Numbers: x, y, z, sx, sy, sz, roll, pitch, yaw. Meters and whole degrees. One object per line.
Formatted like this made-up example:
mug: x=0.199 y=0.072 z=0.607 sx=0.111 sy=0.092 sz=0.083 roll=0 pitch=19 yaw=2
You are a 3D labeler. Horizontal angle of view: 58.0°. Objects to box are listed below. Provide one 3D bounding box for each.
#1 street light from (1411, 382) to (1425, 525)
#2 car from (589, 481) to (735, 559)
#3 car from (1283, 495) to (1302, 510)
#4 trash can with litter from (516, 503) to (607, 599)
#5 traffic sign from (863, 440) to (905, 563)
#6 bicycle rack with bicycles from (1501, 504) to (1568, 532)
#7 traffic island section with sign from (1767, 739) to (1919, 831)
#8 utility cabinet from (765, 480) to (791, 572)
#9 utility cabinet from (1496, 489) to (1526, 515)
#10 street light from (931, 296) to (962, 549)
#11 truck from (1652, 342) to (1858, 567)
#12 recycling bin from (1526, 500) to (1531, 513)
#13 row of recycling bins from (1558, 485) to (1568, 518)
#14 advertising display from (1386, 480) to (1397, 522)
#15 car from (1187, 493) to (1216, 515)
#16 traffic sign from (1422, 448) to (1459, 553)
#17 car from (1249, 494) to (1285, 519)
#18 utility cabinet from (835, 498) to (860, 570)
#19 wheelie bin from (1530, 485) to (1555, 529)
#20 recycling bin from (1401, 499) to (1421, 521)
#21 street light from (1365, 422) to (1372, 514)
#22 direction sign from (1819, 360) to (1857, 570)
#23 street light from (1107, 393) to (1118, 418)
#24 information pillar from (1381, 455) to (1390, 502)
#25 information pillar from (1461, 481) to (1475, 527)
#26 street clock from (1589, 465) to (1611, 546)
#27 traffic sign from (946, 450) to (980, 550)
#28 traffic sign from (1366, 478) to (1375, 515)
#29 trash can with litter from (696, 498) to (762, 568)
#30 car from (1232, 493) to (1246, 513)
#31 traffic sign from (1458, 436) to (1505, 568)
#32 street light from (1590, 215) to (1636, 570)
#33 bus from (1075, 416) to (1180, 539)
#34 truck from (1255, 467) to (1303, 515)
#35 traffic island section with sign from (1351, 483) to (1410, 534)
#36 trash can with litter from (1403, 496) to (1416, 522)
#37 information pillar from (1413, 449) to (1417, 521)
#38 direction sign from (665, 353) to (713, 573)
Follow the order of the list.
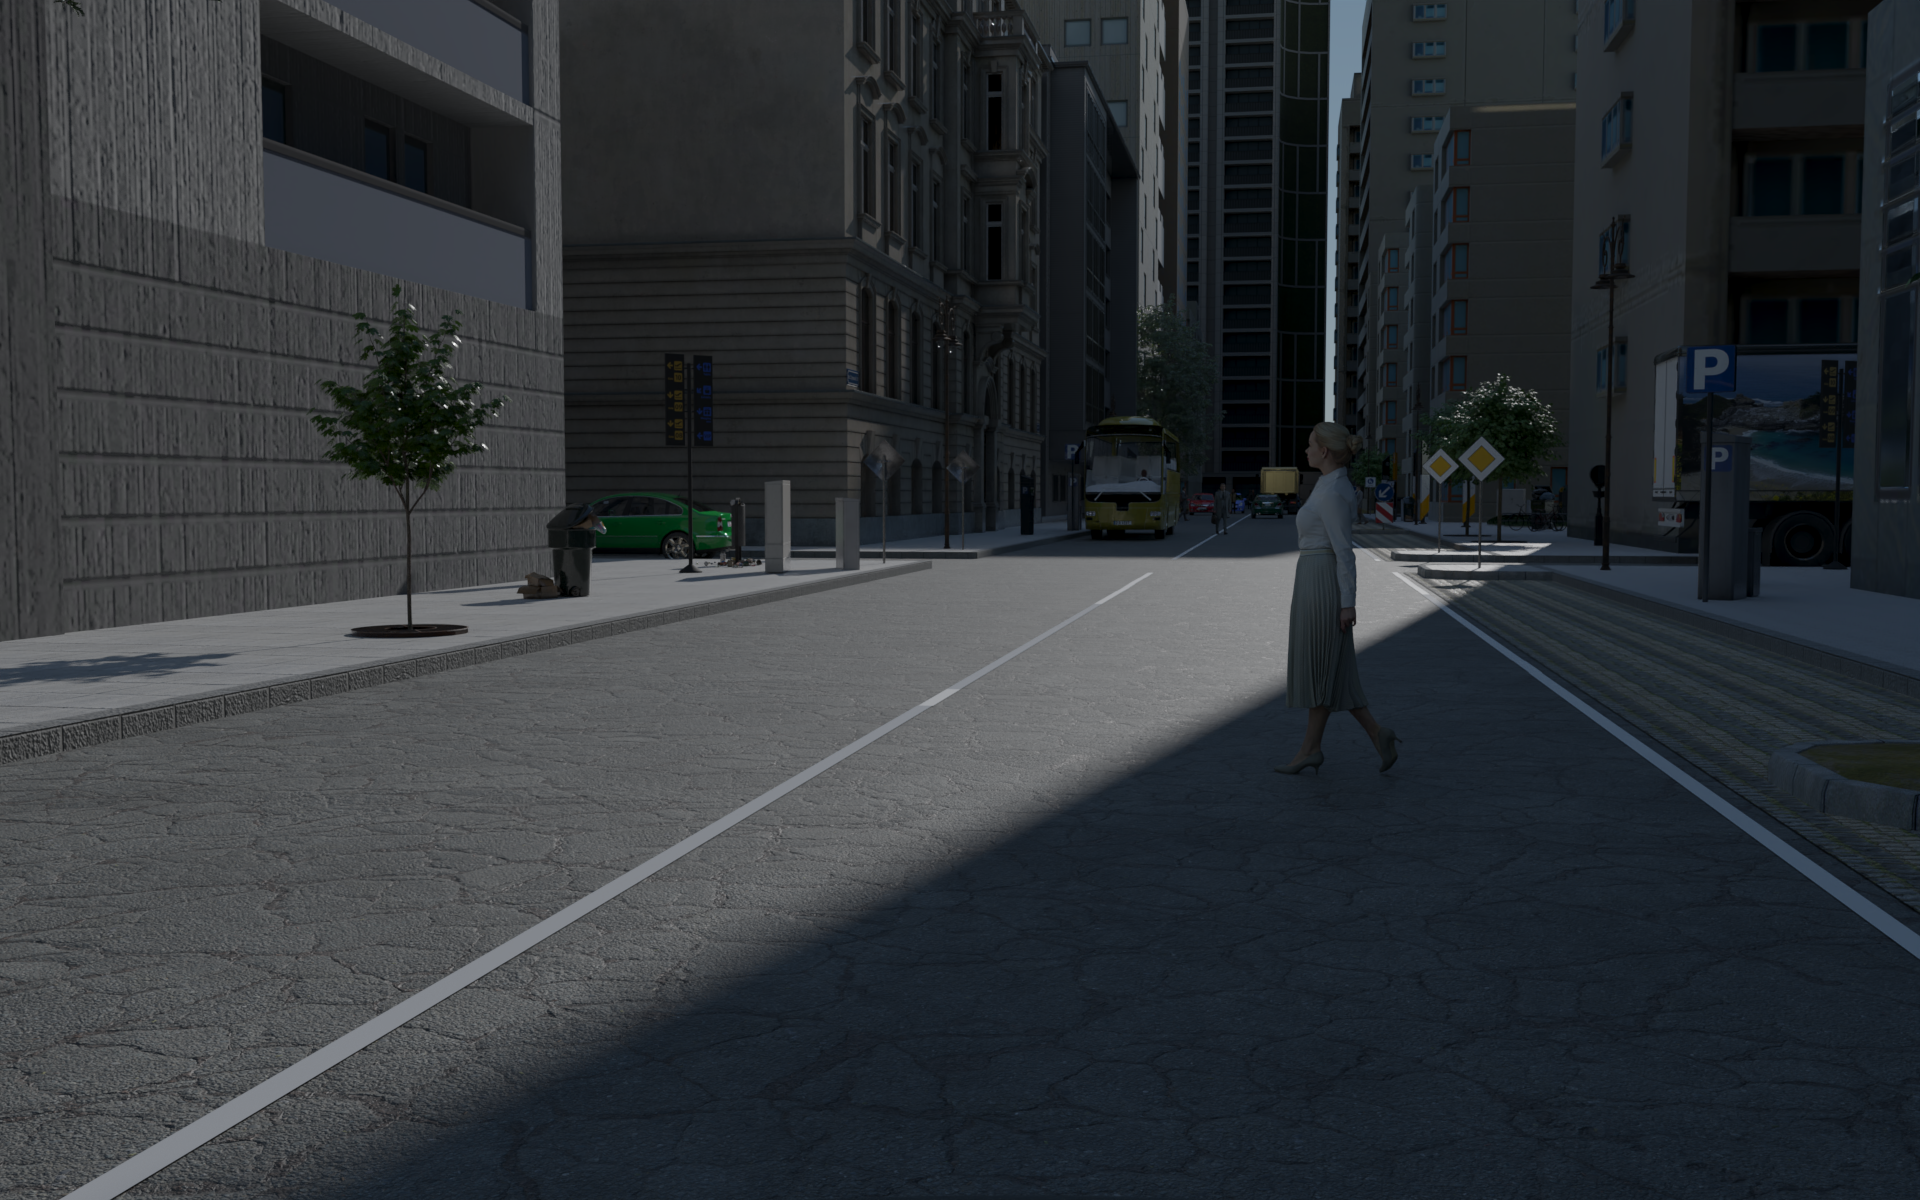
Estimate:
street light: x=18.942 y=-6.052 z=71.736 sx=0.468 sy=5.910 sz=1.993 roll=1 pitch=4 yaw=11
car: x=-6.930 y=-1.672 z=36.140 sx=4.718 sy=1.807 sz=1.959 roll=1 pitch=4 yaw=9
car: x=29.805 y=-8.799 z=155.861 sx=2.014 sy=1.417 sz=4.499 roll=1 pitch=4 yaw=11
trash can with litter: x=-4.945 y=-0.617 z=21.475 sx=0.624 sy=1.170 sz=1.055 roll=2 pitch=4 yaw=32
traffic sign: x=-1.399 y=-1.732 z=31.956 sx=0.795 sy=2.450 sz=0.064 roll=1 pitch=4 yaw=11
bicycle rack with bicycles: x=20.291 y=-2.865 z=60.226 sx=2.925 sy=0.926 sz=2.852 roll=-1 pitch=4 yaw=-18
traffic island section with sign: x=4.910 y=0.042 z=7.948 sx=1.989 sy=1.847 sz=2.006 roll=1 pitch=4 yaw=11
utility cabinet: x=-3.001 y=-1.207 z=28.421 sx=0.318 sy=1.500 sz=1.173 roll=0 pitch=4 yaw=0
utility cabinet: x=23.968 y=-4.078 z=75.350 sx=1.173 sy=1.500 sz=0.318 roll=3 pitch=4 yaw=39
street light: x=-0.305 y=-4.140 z=40.470 sx=0.468 sy=5.910 sz=1.993 roll=1 pitch=4 yaw=11
truck: x=19.227 y=-2.676 z=32.673 sx=11.283 sy=4.237 sz=2.839 roll=1 pitch=4 yaw=12
recycling bin: x=25.183 y=-3.848 z=75.476 sx=0.722 sy=1.027 sz=0.722 roll=-3 pitch=5 yaw=-41
row of recycling bins: x=26.191 y=-4.096 z=74.085 sx=1.069 sy=1.692 sz=3.534 roll=1 pitch=4 yaw=16
advertising display: x=19.966 y=-4.583 z=80.152 sx=0.123 sy=1.923 sz=0.974 roll=0 pitch=4 yaw=-7
car: x=16.487 y=-6.627 z=117.396 sx=2.155 sy=1.783 sz=4.494 roll=1 pitch=4 yaw=10
traffic sign: x=10.482 y=-2.092 z=37.840 sx=0.795 sy=2.450 sz=0.064 roll=1 pitch=4 yaw=11
car: x=18.130 y=-5.533 z=102.270 sx=2.131 sy=1.459 sz=4.920 roll=1 pitch=4 yaw=9
utility cabinet: x=-1.919 y=-1.132 z=29.674 sx=0.306 sy=1.237 sz=1.020 roll=-1 pitch=4 yaw=-11
wheelie bin: x=21.131 y=-3.358 z=62.810 sx=0.693 sy=1.594 sz=0.980 roll=-3 pitch=4 yaw=-37
recycling bin: x=21.652 y=-4.315 z=83.101 sx=0.722 sy=1.027 sz=0.722 roll=-1 pitch=4 yaw=-19
street light: x=26.040 y=-8.414 z=110.364 sx=0.468 sy=5.910 sz=1.993 roll=1 pitch=4 yaw=11
direction sign: x=14.922 y=-2.289 z=29.415 sx=0.876 sy=3.537 sz=0.379 roll=-1 pitch=4 yaw=-21
street light: x=7.021 y=-6.529 z=79.533 sx=0.468 sy=5.910 sz=1.993 roll=1 pitch=4 yaw=11
information pillar: x=25.211 y=-6.799 z=102.524 sx=0.504 sy=3.616 sz=0.183 roll=-1 pitch=4 yaw=-12
information pillar: x=19.619 y=-4.613 z=66.781 sx=0.504 sy=3.616 sz=0.183 roll=-1 pitch=4 yaw=-10
street clock: x=15.837 y=-2.345 z=42.905 sx=0.471 sy=2.002 sz=0.358 roll=1 pitch=4 yaw=11
traffic sign: x=0.073 y=-2.212 z=39.805 sx=0.795 sy=2.450 sz=0.064 roll=1 pitch=4 yaw=11
traffic sign: x=24.962 y=-6.312 z=105.334 sx=0.606 sy=2.300 sz=0.079 roll=1 pitch=4 yaw=18
trash can with litter: x=-4.123 y=-1.222 z=31.045 sx=1.678 sy=1.210 sz=2.233 roll=0 pitch=4 yaw=-1
car: x=20.349 y=-7.301 z=128.965 sx=1.945 sy=1.707 sz=3.694 roll=1 pitch=4 yaw=10
traffic sign: x=9.011 y=-1.612 z=29.991 sx=0.795 sy=2.450 sz=0.064 roll=1 pitch=4 yaw=11
street light: x=10.886 y=-3.440 z=29.029 sx=0.468 sy=5.910 sz=1.993 roll=1 pitch=4 yaw=11
bus: x=5.904 y=-4.086 z=58.350 sx=2.896 sy=3.916 sz=12.252 roll=1 pitch=4 yaw=9
truck: x=22.769 y=-7.803 z=123.508 sx=3.469 sy=3.379 sz=9.791 roll=1 pitch=4 yaw=10
traffic island section with sign: x=15.053 y=-3.270 z=62.090 sx=1.989 sy=1.847 sz=2.006 roll=1 pitch=4 yaw=11
trash can with litter: x=20.617 y=-4.154 z=79.305 sx=0.624 sy=1.170 sz=1.055 roll=1 pitch=4 yaw=9
information pillar: x=21.349 y=-5.494 z=81.174 sx=0.183 sy=3.616 sz=0.504 roll=2 pitch=4 yaw=32
direction sign: x=-4.398 y=-2.213 z=28.183 sx=0.876 sy=3.537 sz=0.379 roll=-3 pitch=5 yaw=-40
